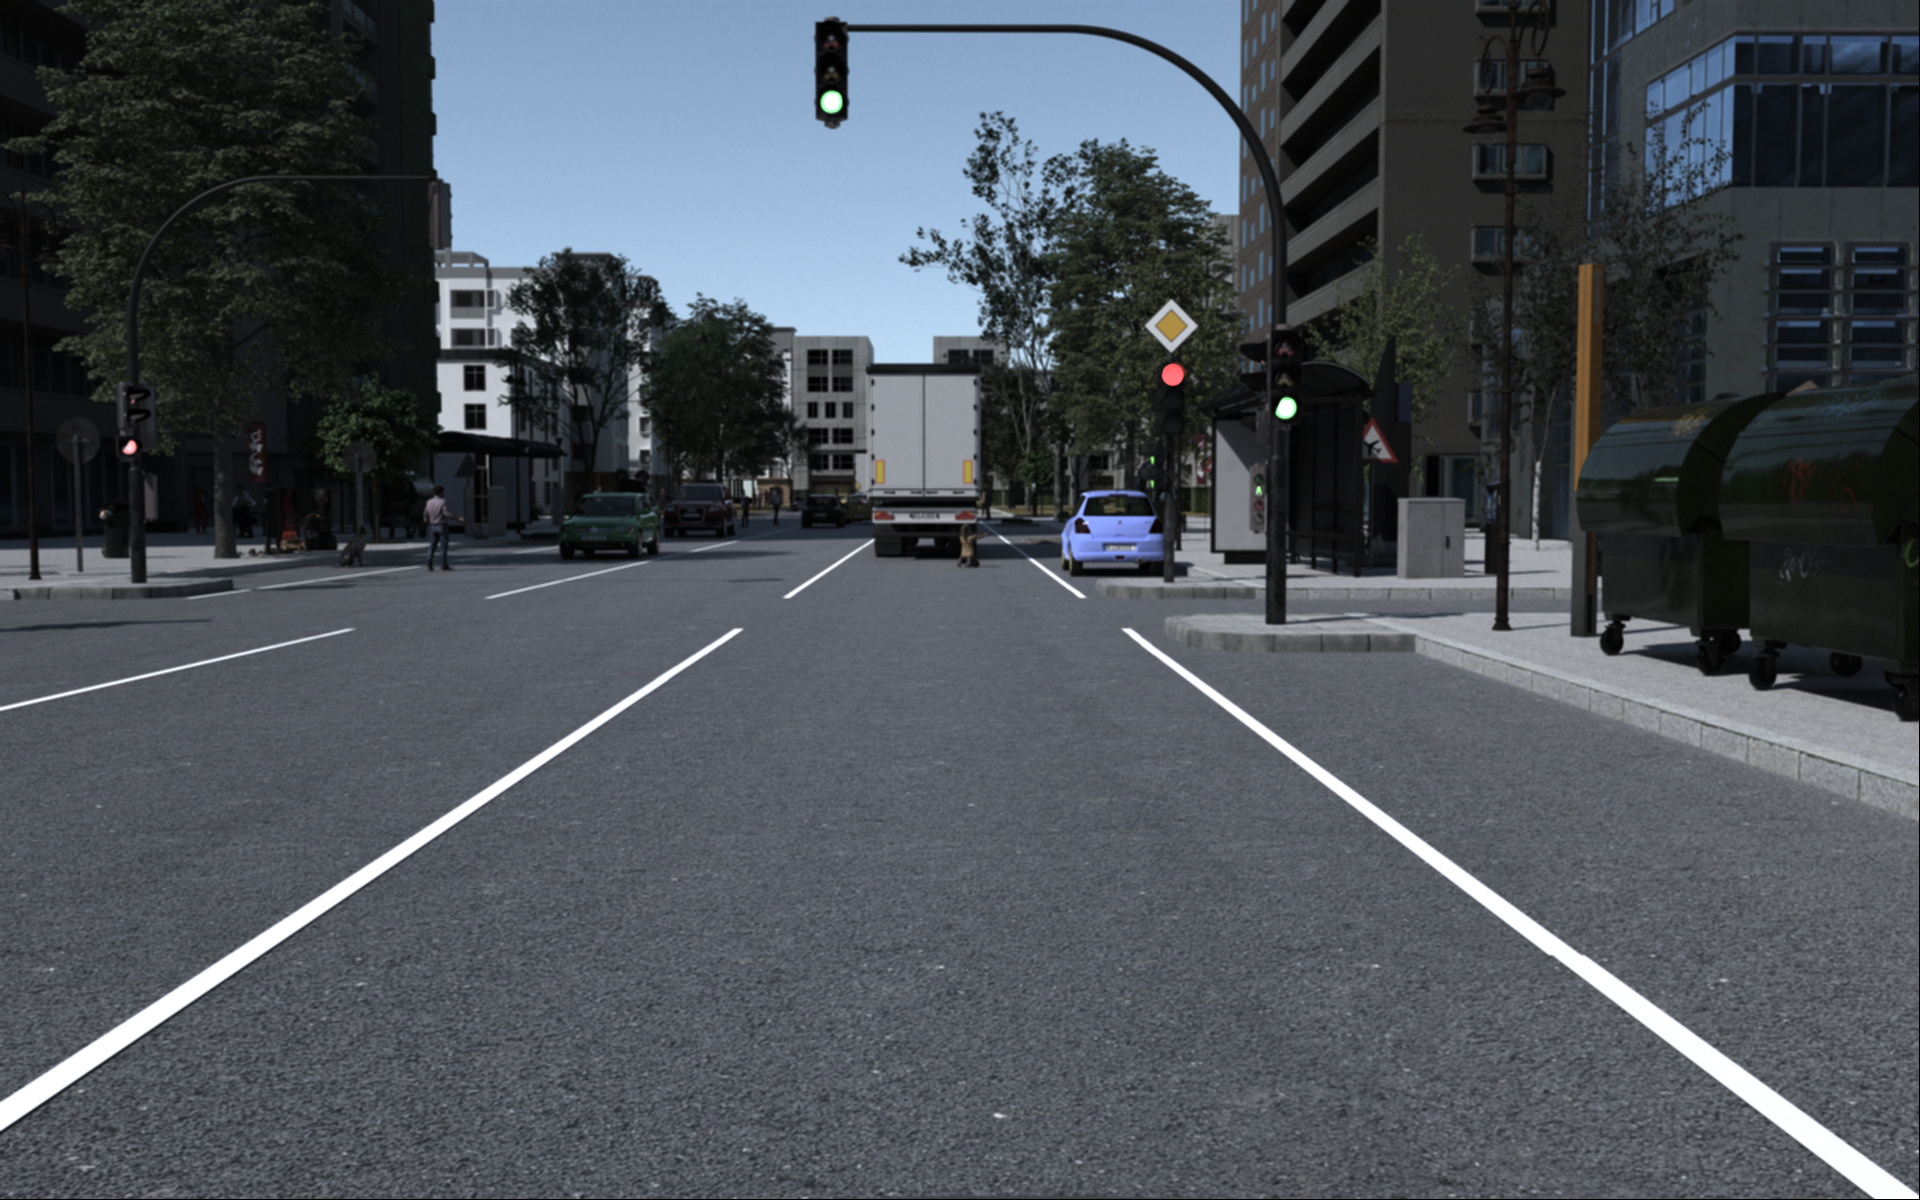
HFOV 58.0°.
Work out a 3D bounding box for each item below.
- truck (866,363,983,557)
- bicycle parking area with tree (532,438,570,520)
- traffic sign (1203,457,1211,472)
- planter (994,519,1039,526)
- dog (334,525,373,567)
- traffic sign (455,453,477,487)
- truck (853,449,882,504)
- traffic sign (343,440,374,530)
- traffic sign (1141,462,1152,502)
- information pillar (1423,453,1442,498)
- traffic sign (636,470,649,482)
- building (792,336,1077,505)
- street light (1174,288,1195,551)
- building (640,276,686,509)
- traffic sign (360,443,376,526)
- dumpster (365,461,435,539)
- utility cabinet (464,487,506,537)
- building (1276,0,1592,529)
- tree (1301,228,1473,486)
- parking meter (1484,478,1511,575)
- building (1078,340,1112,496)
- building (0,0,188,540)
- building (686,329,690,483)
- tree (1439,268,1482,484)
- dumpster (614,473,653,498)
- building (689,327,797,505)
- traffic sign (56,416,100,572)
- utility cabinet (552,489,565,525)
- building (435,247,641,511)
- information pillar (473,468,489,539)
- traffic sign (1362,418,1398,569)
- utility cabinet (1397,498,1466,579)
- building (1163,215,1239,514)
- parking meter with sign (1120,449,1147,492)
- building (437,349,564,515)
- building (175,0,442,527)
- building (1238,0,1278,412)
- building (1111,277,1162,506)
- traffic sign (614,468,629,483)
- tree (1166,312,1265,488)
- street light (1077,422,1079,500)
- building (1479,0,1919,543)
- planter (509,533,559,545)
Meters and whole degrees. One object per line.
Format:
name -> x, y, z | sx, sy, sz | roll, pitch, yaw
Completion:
truck -> -0.787, -3.296, 42.795 | 2.839, 4.237, 11.283 | 0, 3, 0
bicycle parking area with tree -> -22.937, -6.211, 88.556 | 8.231, 4.147, 9.016 | 1, 4, 18
traffic sign -> 6.161, -2.497, 40.831 | 0.884, 2.594, 0.081 | 0, 4, 6
planter -> 2.523, -3.473, 77.918 | 1.991, 0.319, 1.994 | 0, 4, -1
dog -> -12.022, -1.054, 34.076 | 0.800, 0.831, 0.513 | 1, 4, 17
traffic sign -> -15.417, -3.324, 54.355 | 0.884, 2.594, 0.081 | 0, 4, 4
truck -> -5.316, -7.659, 114.136 | 2.839, 4.237, 11.283 | 0, 4, 1
traffic sign -> -14.297, -2.510, 41.150 | 0.768, 2.556, 0.104 | 0, 4, 6
traffic sign -> 7.095, -3.940, 64.529 | 0.768, 2.556, 0.104 | 0, 4, 0
information pillar -> 8.568, -1.649, 31.460 | 0.304, 2.012, 0.304 | 1, 4, 12
traffic sign -> -16.535, -5.504, 90.100 | 0.768, 2.556, 0.104 | 0, 4, 4
building -> -3.063, -20.554, 202.516 | 31.486, 18.905, 16.747 | 0, 4, -1
street light -> 4.949, -4.053, 39.052 | 0.468, 5.910, 1.993 | 0, 4, -1
building -> -32.027, -18.361, 156.630 | 11.380, 20.091, 16.016 | 0, 4, -1
traffic sign -> -14.607, -2.578, 42.259 | 0.768, 2.556, 0.104 | 1, 4, 8
dumpster -> -16.116, -2.896, 49.848 | 1.502, 2.255, 1.985 | 0, 4, -1
utility cabinet -> -14.154, -2.627, 51.628 | 1.173, 1.500, 0.318 | -2, 4, -25
building -> 26.139, -27.513, 73.540 | 21.300, 48.544, 21.600 | 0, 4, -1
tree -> 11.853, -5.959, 47.800 | 4.737, 8.622, 4.395 | 0, 3, 0
parking meter -> 8.605, -1.182, 27.729 | 0.372, 1.533, 0.369 | 0, 3, 0
building -> 28.554, -20.668, 204.377 | 31.486, 18.905, 16.747 | 0, 4, -1
building -> -36.344, -25.819, 45.844 | 21.300, 48.544, 21.600 | 0, 4, -1
building -> -35.892, -21.117, 201.684 | 11.380, 20.091, 16.016 | 0, 4, -1
tree -> 13.028, -5.431, 39.157 | 4.360, 8.622, 3.978 | 0, 3, 0
dumpster -> -15.139, -4.761, 80.343 | 1.502, 2.255, 1.985 | 0, 4, 0
building -> -24.496, -21.160, 202.392 | 11.380, 20.091, 16.016 | 0, 4, -1
traffic sign -> -14.475, -1.732, 28.422 | 0.768, 2.556, 0.104 | 0, 4, 6
utility cabinet -> -16.586, -3.841, 71.472 | 0.318, 1.500, 1.173 | 0, 4, -2
building -> -33.965, -16.958, 133.686 | 16.016, 20.091, 11.380 | 0, 4, -1
information pillar -> -13.615, -2.736, 49.223 | 0.304, 2.012, 0.304 | 1, 4, 19
traffic sign -> 7.010, -1.806, 29.538 | 0.884, 2.594, 0.081 | 0, 4, 2
utility cabinet -> 7.190, -0.932, 26.406 | 1.020, 1.237, 0.306 | -1, 4, -18
building -> 24.319, -15.413, 118.461 | 16.747, 18.905, 31.486 | 0, 4, -1
parking meter with sign -> 6.776, -4.274, 66.140 | 0.543, 3.016, 1.738 | -2, 4, -26
building -> -30.597, -10.532, 114.349 | 9.099, 9.664, 28.070 | 0, 4, -1
building -> -30.829, -23.751, 71.918 | 14.154, 41.232, 14.086 | 0, 4, -1
building -> 23.045, -27.048, 92.349 | 14.600, 45.320, 14.200 | 0, 4, -1
building -> 23.293, -17.345, 150.056 | 16.747, 18.905, 31.486 | 0, 4, -1
traffic sign -> -16.802, -5.249, 85.935 | 0.768, 2.556, 0.104 | 0, 4, 5
tree -> 11.225, -7.285, 69.467 | 4.360, 8.622, 3.978 | 0, 3, 0
street light -> 4.681, -5.873, 68.806 | 0.468, 5.910, 1.993 | 0, 4, -1
building -> 31.540, -44.815, 45.394 | 31.000, 86.520, 22.319 | 0, 4, -1
planter -> -11.777, -1.759, 49.900 | 1.991, 0.319, 1.994 | 0, 4, -1
